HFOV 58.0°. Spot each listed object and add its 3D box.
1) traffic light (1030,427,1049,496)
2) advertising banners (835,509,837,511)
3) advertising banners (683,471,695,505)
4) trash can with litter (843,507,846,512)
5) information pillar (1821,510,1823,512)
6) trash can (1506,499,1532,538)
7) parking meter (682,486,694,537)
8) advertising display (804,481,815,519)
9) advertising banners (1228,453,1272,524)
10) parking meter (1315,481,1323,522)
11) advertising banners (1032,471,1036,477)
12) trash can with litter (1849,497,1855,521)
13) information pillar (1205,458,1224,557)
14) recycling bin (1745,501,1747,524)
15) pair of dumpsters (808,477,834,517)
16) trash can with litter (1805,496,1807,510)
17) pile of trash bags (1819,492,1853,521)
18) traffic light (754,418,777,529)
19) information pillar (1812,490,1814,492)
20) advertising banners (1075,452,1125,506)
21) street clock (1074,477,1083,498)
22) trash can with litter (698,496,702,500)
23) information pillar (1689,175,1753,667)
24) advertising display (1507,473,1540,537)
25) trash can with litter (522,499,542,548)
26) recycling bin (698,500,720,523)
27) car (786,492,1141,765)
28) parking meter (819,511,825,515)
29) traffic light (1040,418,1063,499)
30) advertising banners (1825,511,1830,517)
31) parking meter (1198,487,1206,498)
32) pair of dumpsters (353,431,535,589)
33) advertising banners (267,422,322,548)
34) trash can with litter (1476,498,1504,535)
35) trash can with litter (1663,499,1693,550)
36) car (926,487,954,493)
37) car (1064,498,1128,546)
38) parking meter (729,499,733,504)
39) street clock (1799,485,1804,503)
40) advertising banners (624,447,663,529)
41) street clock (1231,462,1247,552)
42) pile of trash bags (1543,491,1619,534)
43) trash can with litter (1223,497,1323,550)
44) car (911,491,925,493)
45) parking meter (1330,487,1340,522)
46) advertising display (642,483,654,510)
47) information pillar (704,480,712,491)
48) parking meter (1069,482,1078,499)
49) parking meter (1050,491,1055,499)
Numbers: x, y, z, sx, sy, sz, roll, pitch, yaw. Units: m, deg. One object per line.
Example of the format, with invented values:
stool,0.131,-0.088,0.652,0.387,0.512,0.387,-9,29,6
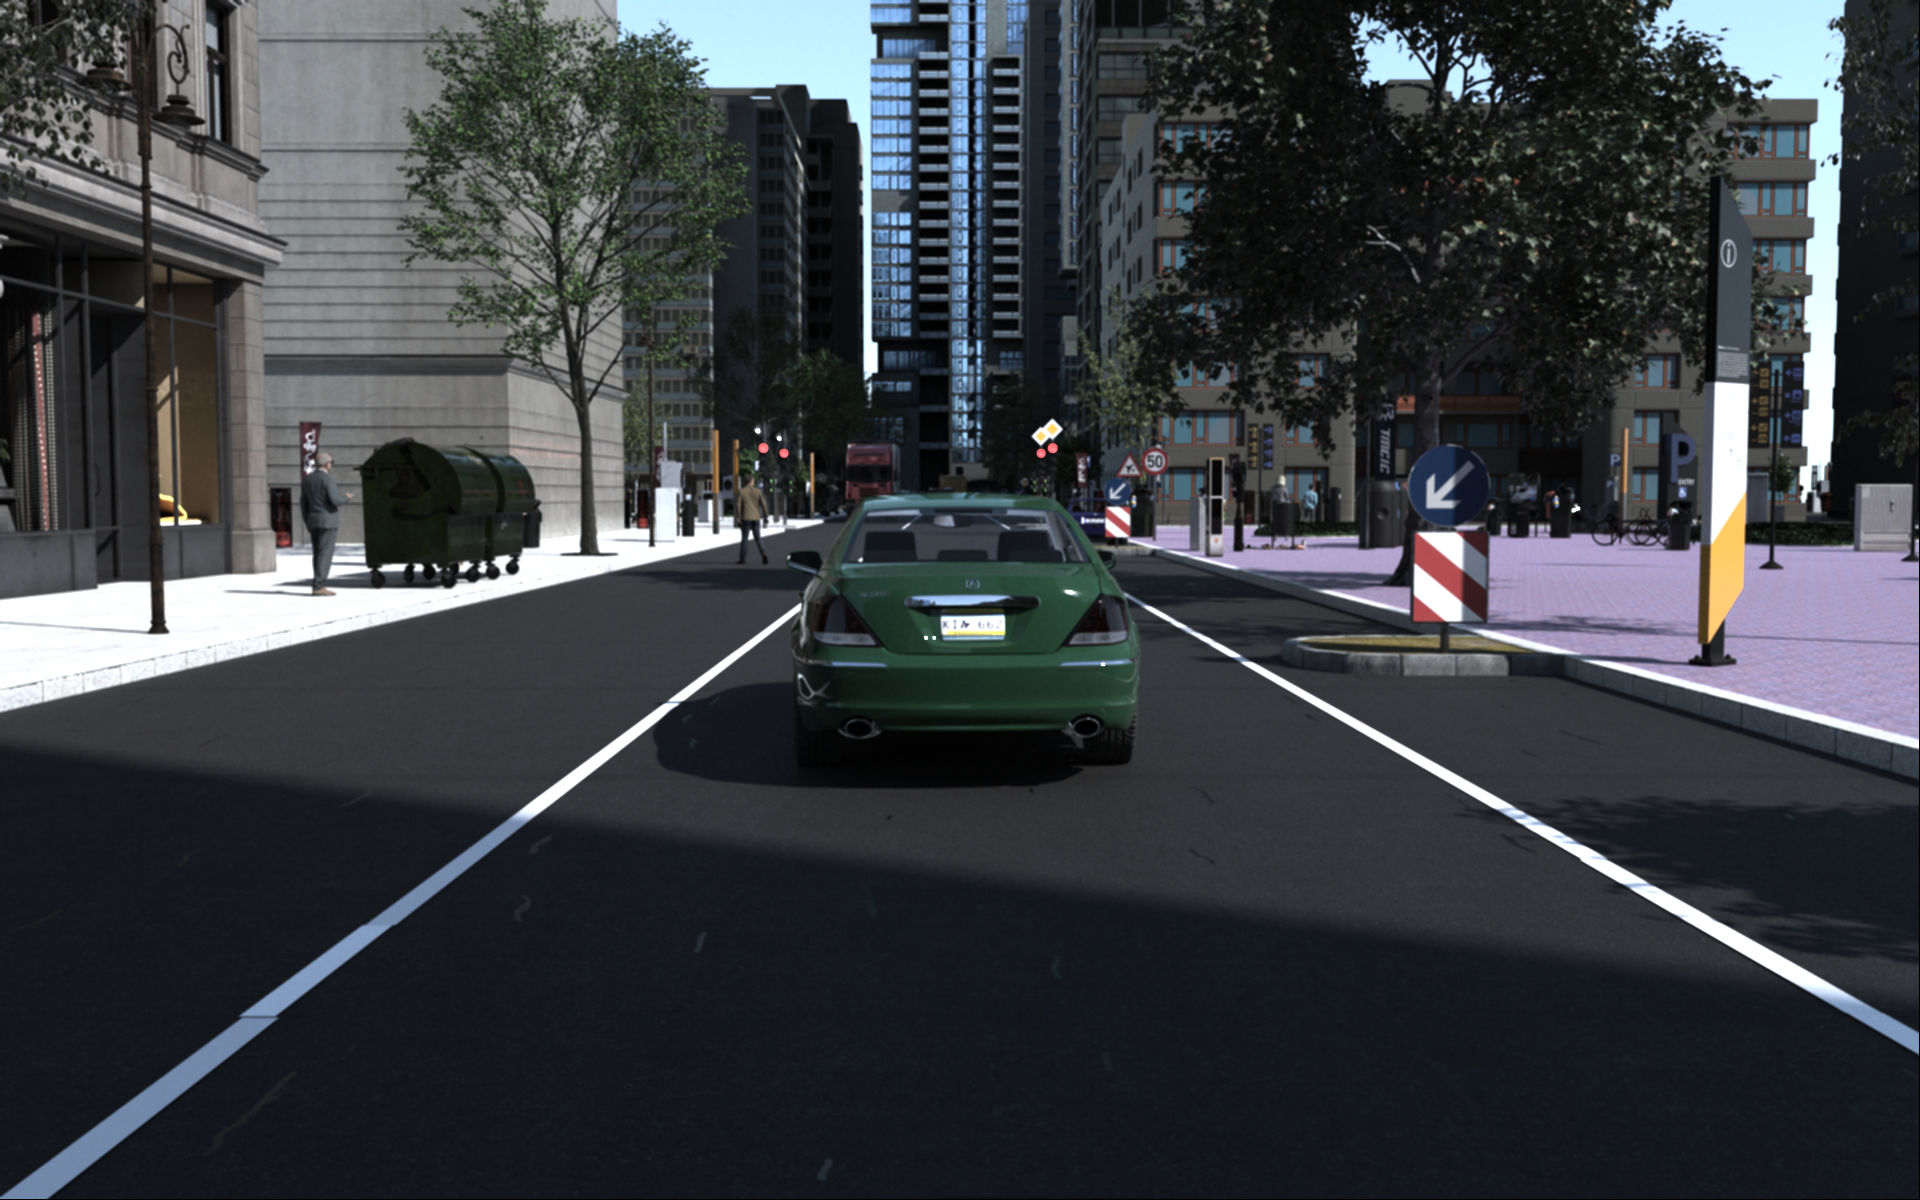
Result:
traffic light,3.358,-5.109,72.453,0.839,4.253,0.868,0,4,0
advertising banners,-9.450,-8.273,131.451,0.090,3.025,2.074,-1,4,-15
advertising banners,-20.930,-8.391,133.378,0.090,3.025,2.074,-2,4,-33
trash can with litter,-8.128,-7.046,126.587,1.055,1.170,0.624,0,4,1
information pillar,61.083,-7.233,122.751,0.304,2.012,0.304,1,4,19
trash can,16.429,-2.403,50.947,0.748,1.137,0.748,0,3,0
parking meter,-8.229,-2.690,52.399,0.372,1.533,0.369,0,3,0
advertising display,-7.793,-5.115,88.849,0.123,1.923,0.974,1,4,12
advertising banners,12.455,-4.781,74.350,2.074,3.025,0.090,2,4,34
parking meter,15.713,-4.288,75.821,0.255,1.863,0.399,1,4,23
advertising banners,5.071,-8.254,131.140,0.090,3.025,2.074,-3,5,-40
trash can with litter,38.764,-3.872,74.697,0.624,1.170,1.055,1,4,14
information pillar,5.198,-1.888,35.359,0.304,2.012,0.304,0,4,-8
recycling bin,28.439,-3.102,63.270,0.722,1.027,0.722,1,4,14
pair of dumpsters,-8.003,-5.850,98.134,1.574,2.255,4.437,0,4,-1
trash can with litter,67.228,-7.653,136.509,0.624,1.170,1.055,-2,4,-35
pile of trash bags,42.511,-4.430,82.185,1.912,1.369,3.447,-3,4,-37
traffic light,-7.249,-4.615,64.380,0.839,4.253,0.868,0,4,0
information pillar,69.112,-9.110,140.304,0.183,3.616,0.504,1,4,18
advertising banners,5.851,-4.665,72.461,2.074,3.025,0.090,1,4,8
street clock,5.057,-4.237,73.853,0.358,2.002,0.471,-1,4,-16
trash can with litter,-17.941,-7.067,126.601,2.233,1.210,1.678,0,4,-2
information pillar,5.723,-1.321,12.958,0.504,3.616,0.183,-3,4,-36
advertising display,17.007,-2.879,52.290,0.974,1.923,0.123,3,5,43
trash can with litter,-10.448,-1.836,41.404,0.624,1.170,1.055,-3,5,-44
recycling bin,-11.319,-4.005,78.032,0.722,1.027,0.722,3,4,37
car,-0.031,0.073,10.609,2.131,1.459,4.920,0,4,-2
parking meter,-8.336,-5.882,104.589,0.372,1.533,0.369,0,3,0
traffic light,3.412,-4.621,64.468,0.839,4.253,0.868,0,4,0
advertising banners,50.053,-6.252,98.409,2.074,3.025,0.090,-1,4,-18
parking meter,6.817,-2.433,48.186,0.372,1.533,0.369,0,3,0
pair of dumpsters,-7.501,-1.403,25.439,1.574,2.255,4.437,0,4,-1
advertising banners,-16.311,-2.771,41.497,2.074,3.025,0.090,-3,4,-37
trash can with litter,16.355,-2.587,53.693,0.624,1.170,1.055,-1,4,-19
trash can with litter,16.404,-1.736,39.767,0.624,1.170,1.055,0,4,5
car,-1.101,-5.457,97.890,2.281,1.827,5.304,0,4,-1
car,3.367,-1.996,45.211,1.945,1.354,3.894,0,4,-1
parking meter,-19.422,-8.642,147.005,0.255,1.863,0.399,-3,5,-39
street clock,67.883,-8.278,139.917,0.471,2.002,0.358,2,4,31
advertising banners,-11.754,-4.149,64.020,2.074,3.025,0.090,1,4,15
street clock,6.230,-2.087,38.688,0.358,2.002,0.471,1,4,21
pile of trash bags,20.506,-2.913,57.375,1.912,1.369,3.447,-1,4,-19
trash can with litter,7.242,-1.806,40.587,2.233,1.210,1.678,2,4,32
car,-4.512,-10.818,185.554,2.281,1.827,5.304,0,4,-1
parking meter,13.835,-3.393,63.892,0.372,1.533,0.369,0,3,0
advertising display,-18.963,-6.119,105.265,0.974,1.923,0.123,3,5,41
information pillar,-13.274,-5.308,91.283,0.304,2.012,0.304,3,5,41
parking meter,4.998,-4.306,76.116,0.399,1.863,0.255,-1,4,-14
parking meter,6.928,-7.384,129.132,0.372,1.533,0.369,0,3,0
